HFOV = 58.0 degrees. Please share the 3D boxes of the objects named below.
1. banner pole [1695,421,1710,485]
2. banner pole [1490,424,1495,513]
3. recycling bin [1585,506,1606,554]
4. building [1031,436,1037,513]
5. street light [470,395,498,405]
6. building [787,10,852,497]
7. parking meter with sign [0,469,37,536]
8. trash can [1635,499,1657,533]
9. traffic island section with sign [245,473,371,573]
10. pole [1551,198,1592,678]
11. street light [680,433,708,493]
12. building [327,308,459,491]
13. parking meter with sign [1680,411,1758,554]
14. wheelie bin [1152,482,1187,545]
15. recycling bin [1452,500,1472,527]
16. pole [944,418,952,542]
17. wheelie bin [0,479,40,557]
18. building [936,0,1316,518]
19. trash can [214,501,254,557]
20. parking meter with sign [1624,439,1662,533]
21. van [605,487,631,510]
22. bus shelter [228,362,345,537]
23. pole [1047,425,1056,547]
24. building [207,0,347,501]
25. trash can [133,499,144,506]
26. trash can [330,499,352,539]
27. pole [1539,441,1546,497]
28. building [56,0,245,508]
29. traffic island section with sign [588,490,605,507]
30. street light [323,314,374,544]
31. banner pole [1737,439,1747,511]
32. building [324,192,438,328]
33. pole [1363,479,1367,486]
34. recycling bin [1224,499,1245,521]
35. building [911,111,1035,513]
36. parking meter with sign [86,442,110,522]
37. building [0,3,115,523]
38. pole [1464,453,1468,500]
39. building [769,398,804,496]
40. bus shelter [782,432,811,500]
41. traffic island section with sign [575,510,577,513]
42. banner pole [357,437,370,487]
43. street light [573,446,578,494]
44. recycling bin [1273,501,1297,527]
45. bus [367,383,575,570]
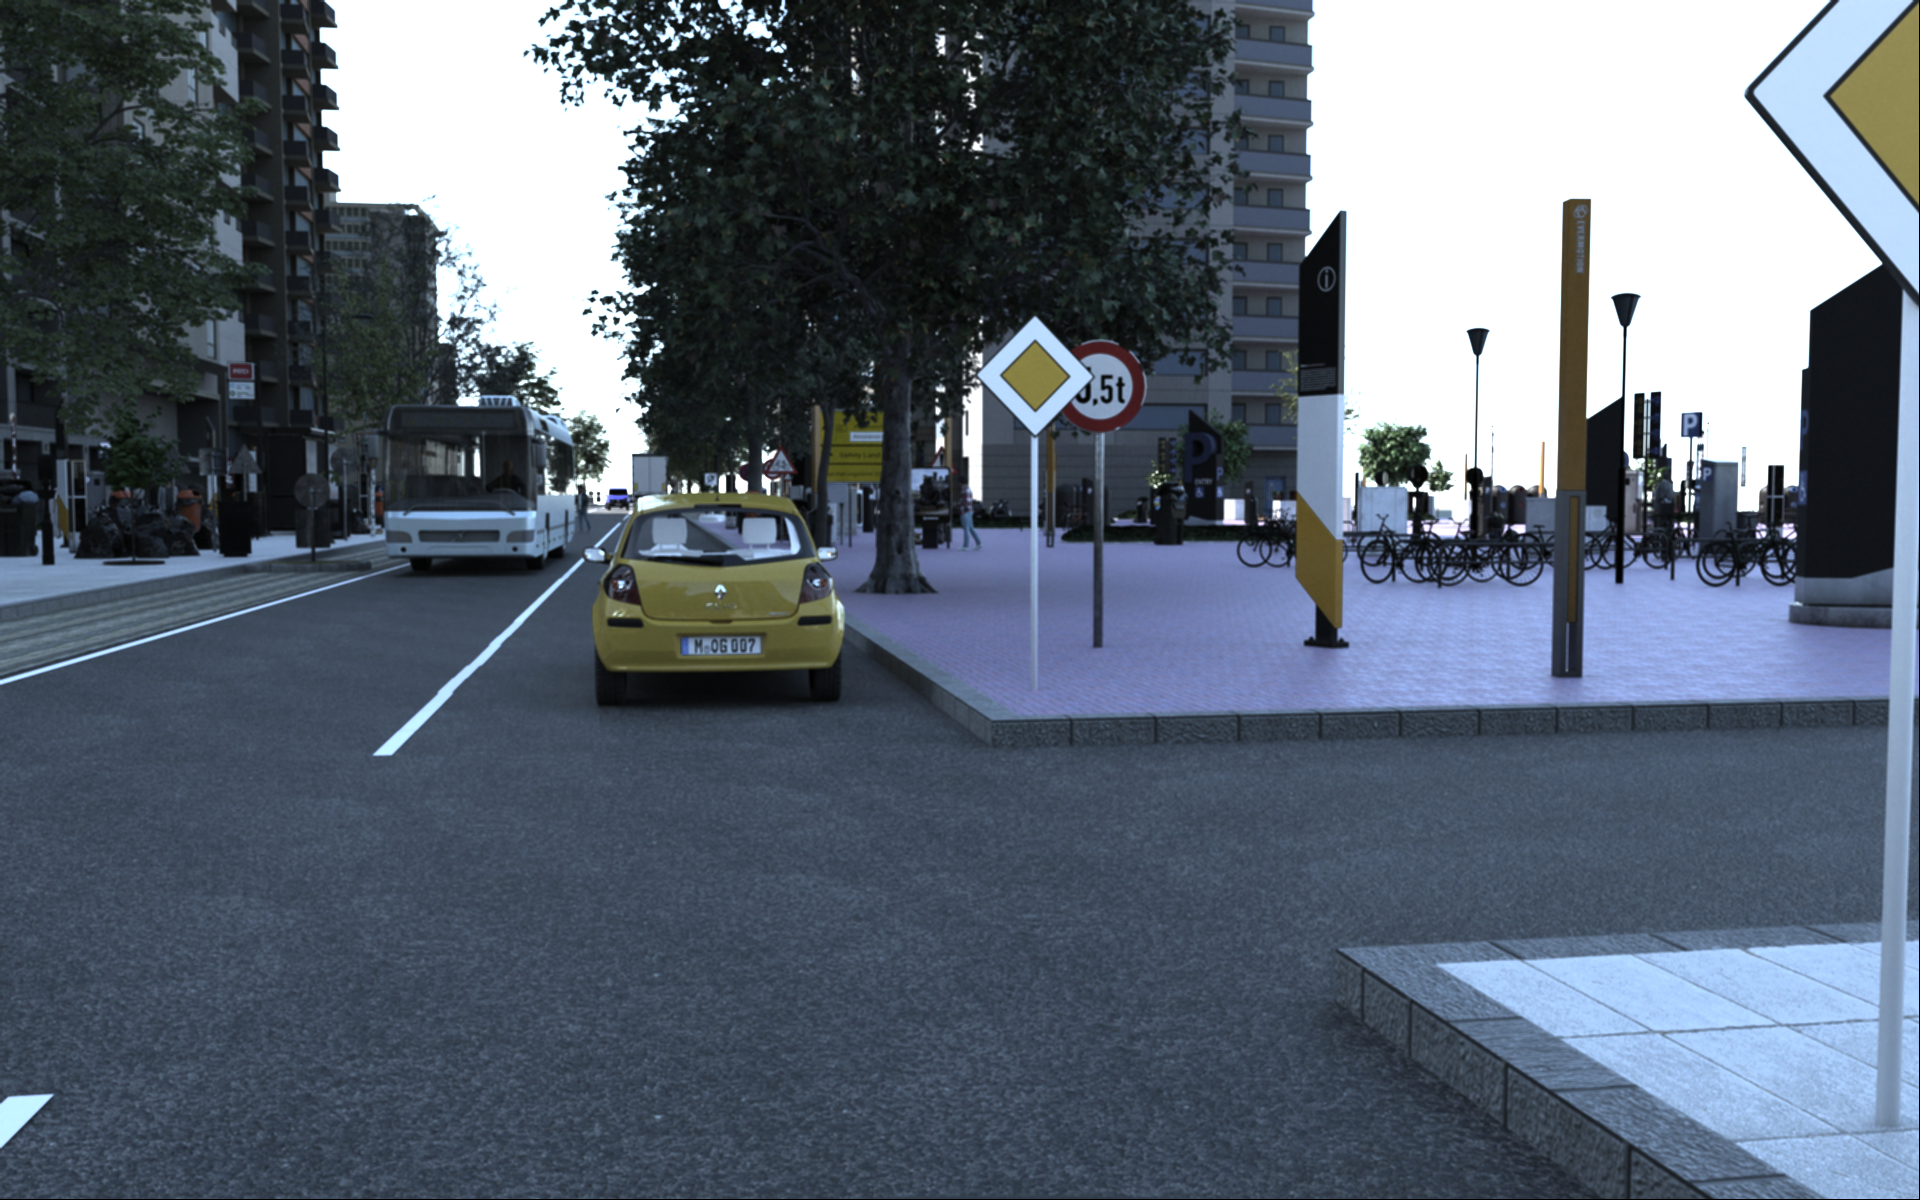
[{"bbox_3d":[25.692,-4.275,59.915,0.401,3.779,0.863,-1,4,-12],"label":"banner pole"},{"bbox_3d":[19.105,-4.412,62.159,0.401,3.779,0.863,1,4,9],"label":"banner pole"},{"bbox_3d":[13.509,-1.524,37.465,0.722,1.027,0.722,0,4,5],"label":"recycling bin"},{"bbox_3d":[-1.171,-30.104,142.305,14.600,45.320,14.200,-1,4,-10],"label":"building"},{"bbox_3d":[-22.187,-6.609,80.592,1.470,5.913,1.316,-1,4,-10],"label":"street light"},{"bbox_3d":[-10.557,-47.443,213.949,20.563,71.187,20.611,-1,4,-10],"label":"building"},{"bbox_3d":[-29.324,-3.487,53.267,1.738,3.016,0.543,0,4,6],"label":"parking meter with sign"},{"bbox_3d":[21.188,-2.554,53.411,0.748,1.137,0.748,0,3,0],"label":"trash can"},{"bbox_3d":[-12.109,-1.449,32.316,1.989,1.847,2.006,-1,4,-10],"label":"traffic island section with sign"},{"bbox_3d":[4.267,-1.115,12.080,0.158,3.312,0.155,0,3,0],"label":"pole"},{"bbox_3d":[-13.436,-7.060,87.975,1.470,5.913,1.316,-1,4,-10],"label":"street light"},{"bbox_3d":[-70.852,-21.106,190.121,27.650,21.520,28.899,-1,4,-10],"label":"building"},{"bbox_3d":[16.254,-2.493,37.025,1.738,3.016,0.543,-1,4,-21],"label":"parking meter with sign"},{"bbox_3d":[5.344,-2.199,43.861,0.693,1.594,0.980,3,5,45],"label":"wheelie bin"},{"bbox_3d":[20.665,-3.572,70.948,0.722,1.027,0.722,3,5,44],"label":"recycling bin"},{"bbox_3d":[-0.321,-3.205,46.250,0.158,3.312,0.155,0,3,0],"label":"pole"},{"bbox_3d":[-19.368,-1.691,35.554,0.980,1.594,0.693,0,4,-5],"label":"wheelie bin"},{"bbox_3d":[9.056,-34.573,107.267,21.231,58.520,28.212,-1,4,-10],"label":"building"},{"bbox_3d":[-14.828,-1.454,35.421,0.748,1.137,0.748,0,3,0],"label":"trash can"},{"bbox_3d":[21.365,-3.605,55.207,0.543,3.016,1.738,-3,5,-44],"label":"parking meter with sign"},{"bbox_3d":[-30.398,-9.155,154.067,2.240,2.365,5.245,-1,4,-11],"label":"van"},{"bbox_3d":[-21.560,-4.756,55.390,2.179,5.291,8.768,-1,4,-10],"label":"bus shelter"},{"bbox_3d":[2.186,-2.931,41.771,0.158,3.312,0.155,0,3,0],"label":"pole"},{"bbox_3d":[-55.704,-28.471,120.130,22.147,44.769,28.867,-1,4,-10],"label":"building"},{"bbox_3d":[-25.488,-2.546,53.278,0.748,1.137,0.748,0,3,0],"label":"trash can"},{"bbox_3d":[-17.699,-2.305,49.333,0.748,1.137,0.748,0,3,0],"label":"trash can"},{"bbox_3d":[22.225,-4.421,66.132,0.158,3.312,0.155,0,3,0],"label":"pole"},{"bbox_3d":[-54.577,-30.685,90.946,28.713,52.752,27.495,-1,4,-10],"label":"building"},{"bbox_3d":[-45.018,-12.693,216.151,1.989,1.847,2.006,-1,4,-10],"label":"traffic island section with sign"},{"bbox_3d":[-15.826,-4.418,44.779,1.470,5.913,1.316,-1,4,-10],"label":"street light"},{"bbox_3d":[35.634,-5.443,79.006,0.863,3.779,0.401,-2,4,-31],"label":"banner pole"},{"bbox_3d":[-78.349,-32.024,215.468,32.217,40.220,23.993,-1,4,-10],"label":"building"},{"bbox_3d":[18.430,-5.207,78.975,0.158,3.312,0.155,0,3,0],"label":"pole"},{"bbox_3d":[13.322,-4.374,84.066,0.722,1.027,0.722,-3,5,-43],"label":"recycling bin"},{"bbox_3d":[1.269,-27.213,128.525,14.154,41.232,14.086,-1,4,-10],"label":"building"},{"bbox_3d":[-28.559,-3.714,56.977,0.543,3.016,1.738,0,4,8],"label":"parking meter with sign"},{"bbox_3d":[-44.929,-38.377,65.712,20.563,71.187,20.611,-1,4,-10],"label":"building"},{"bbox_3d":[25.162,-5.645,86.131,0.158,3.312,0.155,0,3,0],"label":"pole"},{"bbox_3d":[-14.643,-37.407,235.311,21.300,48.544,21.600,-1,4,-10],"label":"building"},{"bbox_3d":[-5.710,-4.596,66.422,1.731,3.624,6.357,-1,4,-10],"label":"bus shelter"},{"bbox_3d":[-30.473,-7.723,134.892,1.989,1.847,2.006,-1,4,-10],"label":"traffic island section with sign"},{"bbox_3d":[-26.220,-5.262,76.057,0.863,3.779,0.401,2,4,26],"label":"banner pole"},{"bbox_3d":[-37.599,-11.868,166.579,1.470,5.913,1.316,-1,4,-10],"label":"street light"},{"bbox_3d":[12.534,-3.317,66.784,0.722,1.027,0.722,-1,4,-12],"label":"recycling bin"},{"bbox_3d":[-9.566,-2.483,35.450,2.948,3.499,13.247,-1,4,-9],"label":"bus"}]
